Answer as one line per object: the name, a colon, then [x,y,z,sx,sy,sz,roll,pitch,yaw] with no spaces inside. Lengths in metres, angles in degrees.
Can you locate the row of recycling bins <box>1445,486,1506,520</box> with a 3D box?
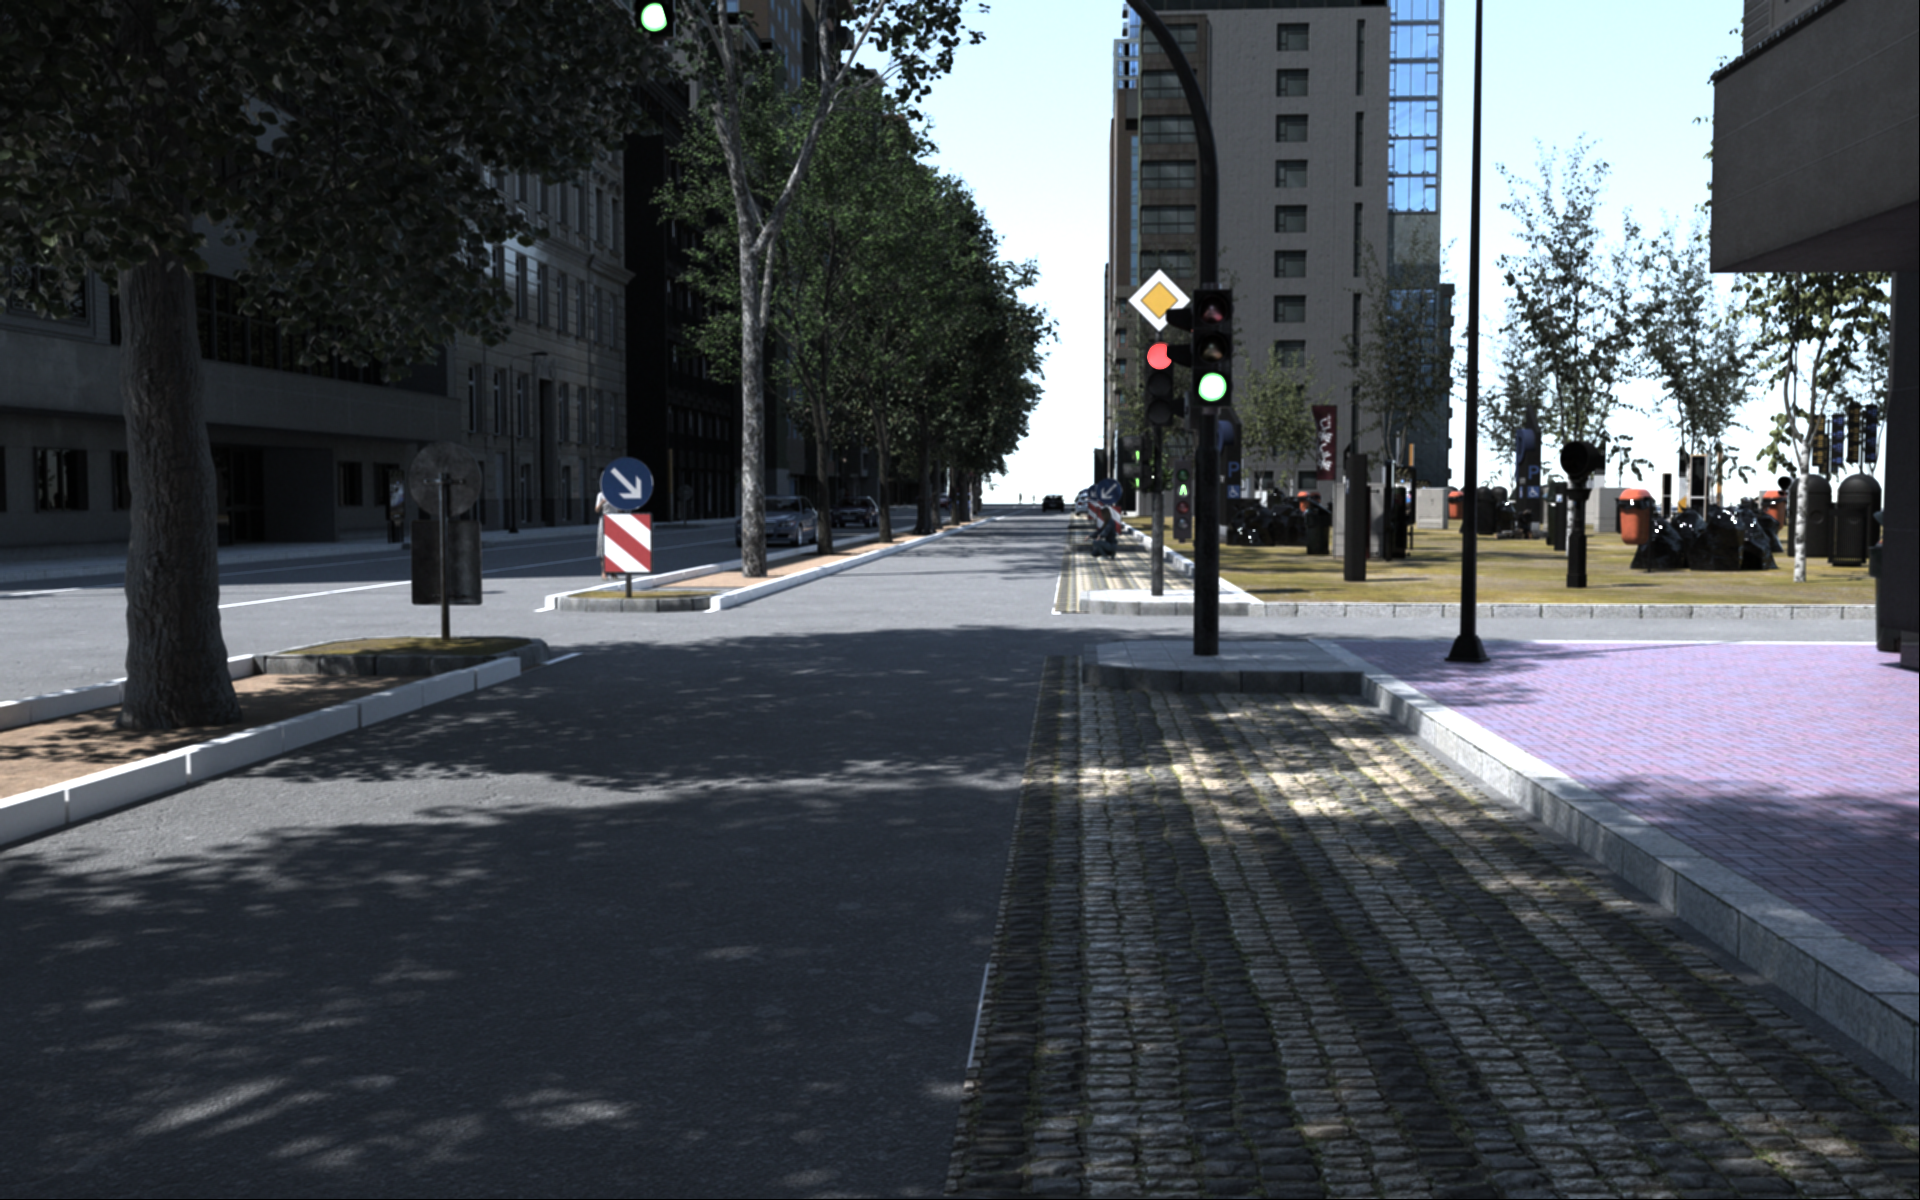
row of recycling bins: [26.148,-4.942,87.907,3.534,1.692,1.069,-1,4,-12]

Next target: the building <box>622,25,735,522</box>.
building: [-18.968,-15.718,86.671,12.332,23.373,15.834,0,4,4]

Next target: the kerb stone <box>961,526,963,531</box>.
kerb stone: [-0.086,-2.671,65.867,0.120,0.150,1.000,0,4,4]

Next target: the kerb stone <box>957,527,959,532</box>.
kerb stone: [-0.221,-2.546,63.821,0.120,0.150,1.000,0,4,4]

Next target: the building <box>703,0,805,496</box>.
building: [-18.725,-28.683,119.086,14.600,45.320,14.200,0,4,4]

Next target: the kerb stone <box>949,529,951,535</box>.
kerb stone: [-0.497,-2.296,59.740,0.120,0.150,1.000,0,4,4]

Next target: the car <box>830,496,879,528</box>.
car: [-4.526,-3.781,74.404,1.945,1.354,3.894,0,4,4]

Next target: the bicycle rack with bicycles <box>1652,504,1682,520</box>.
bicycle rack with bicycles: [25.081,-2.998,62.398,2.852,0.926,2.925,-1,4,-15]

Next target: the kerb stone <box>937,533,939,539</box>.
kerb stone: [-0.832,-1.980,54.625,0.120,0.150,1.000,0,4,4]

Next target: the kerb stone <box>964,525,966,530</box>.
kerb stone: [0.049,-2.796,67.918,0.120,0.150,1.000,0,4,4]

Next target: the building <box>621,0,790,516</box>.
building: [-18.544,-20.408,105.369,14.160,30.474,14.107,0,4,4]

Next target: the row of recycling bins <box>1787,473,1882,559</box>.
row of recycling bins: [18.459,-1.677,34.530,3.534,1.692,1.069,2,4,30]

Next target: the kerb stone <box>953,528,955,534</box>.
kerb stone: [-0.351,-2.421,61.781,0.120,0.150,1.000,0,4,4]

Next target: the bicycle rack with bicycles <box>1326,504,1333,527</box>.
bicycle rack with bicycles: [14.020,-3.084,63.805,2.852,0.926,2.925,-2,4,-29]

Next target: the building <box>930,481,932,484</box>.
building: [-14.659,-34.937,225.843,22.147,44.769,28.867,0,4,4]

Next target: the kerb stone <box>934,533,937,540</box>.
kerb stone: [-0.899,-1.921,53.597,0.120,0.150,1.000,0,4,4]

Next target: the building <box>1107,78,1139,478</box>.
building: [23.660,-32.872,187.560,14.600,45.320,14.200,0,4,4]

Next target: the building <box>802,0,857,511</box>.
building: [-20.248,-29.737,140.828,22.147,44.769,28.867,0,4,4]

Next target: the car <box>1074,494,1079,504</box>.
car: [16.559,-13.840,236.514,2.015,1.641,3.980,0,4,3]

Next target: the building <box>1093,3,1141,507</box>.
building: [29.858,-56.576,237.695,22.319,86.520,31.000,0,4,4]

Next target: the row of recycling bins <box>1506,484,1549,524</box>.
row of recycling bins: [25.106,-4.132,74.675,1.069,1.692,3.534,-1,4,-14]

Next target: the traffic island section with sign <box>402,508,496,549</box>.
traffic island section with sign: [-13.390,-2.267,45.699,1.989,1.847,2.006,0,4,4]

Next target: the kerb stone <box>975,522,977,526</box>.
kerb stone: [0.522,-3.235,75.085,0.120,0.150,1.000,0,4,4]

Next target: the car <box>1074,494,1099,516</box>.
car: [8.425,-6.188,113.172,2.014,1.417,4.499,0,4,3]

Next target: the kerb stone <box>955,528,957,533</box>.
kerb stone: [-0.285,-2.483,62.801,0.120,0.150,1.000,0,4,4]

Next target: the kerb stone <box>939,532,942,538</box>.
kerb stone: [-0.753,-2.046,55.644,0.120,0.150,1.000,0,4,4]

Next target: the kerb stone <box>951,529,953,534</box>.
kerb stone: [-0.428,-2.356,60.762,0.120,0.150,1.000,0,4,4]

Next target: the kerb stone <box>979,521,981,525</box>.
kerb stone: [0.726,-3.422,78.152,0.120,0.150,1.000,0,4,4]

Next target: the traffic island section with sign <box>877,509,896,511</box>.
traffic island section with sign: [-6.529,-8.630,149.727,1.989,1.847,2.006,0,4,4]

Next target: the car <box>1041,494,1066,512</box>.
car: [7.514,-7.930,139.447,2.009,1.686,4.222,0,4,4]

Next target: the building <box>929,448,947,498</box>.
building: [-9.327,-29.106,247.581,14.160,30.474,14.107,0,4,4]

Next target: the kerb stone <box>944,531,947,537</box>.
kerb stone: [-0.622,-2.171,57.692,0.120,0.150,1.000,0,4,4]

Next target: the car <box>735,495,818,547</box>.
car: [-5.040,-2.221,48.323,2.014,1.417,4.499,0,4,5]

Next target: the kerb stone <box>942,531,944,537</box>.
kerb stone: [-0.699,-2.107,56.666,0.120,0.150,1.000,0,4,4]

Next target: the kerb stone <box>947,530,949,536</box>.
kerb stone: [-0.553,-2.222,58.720,0.120,0.150,1.000,0,4,4]

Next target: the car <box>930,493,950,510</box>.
car: [-1.817,-9.062,157.202,2.155,1.783,4.494,0,4,5]

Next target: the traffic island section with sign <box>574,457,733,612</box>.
traffic island section with sign: [-4.046,-0.843,21.927,2.006,1.907,1.989,0,4,4]

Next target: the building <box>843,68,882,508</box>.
building: [-14.947,-29.265,162.069,14.154,41.232,14.086,0,4,4]

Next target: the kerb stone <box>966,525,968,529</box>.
kerb stone: [0.109,-2.859,68.943,0.120,0.150,1.000,0,4,4]

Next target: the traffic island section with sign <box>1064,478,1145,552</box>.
traffic island section with sign: [3.619,-2.136,43.552,1.989,1.847,2.006,0,4,4]

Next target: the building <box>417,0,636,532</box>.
building: [-21.387,-16.424,65.793,12.463,27.353,25.104,0,4,4]

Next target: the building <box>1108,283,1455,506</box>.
building: [27.649,-19.106,157.415,27.650,21.520,28.899,0,4,4]

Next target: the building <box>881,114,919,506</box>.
building: [-16.459,-33.155,196.708,22.147,44.769,28.867,0,4,4]

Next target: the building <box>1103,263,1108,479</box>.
building: [24.956,-27.199,216.410,14.160,30.474,14.107,0,4,4]

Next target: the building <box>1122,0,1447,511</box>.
building: [22.991,-49.699,125.249,22.319,86.520,31.000,0,4,4]

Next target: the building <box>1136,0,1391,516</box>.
building: [17.707,-20.370,104.747,14.160,30.474,14.107,0,4,4]

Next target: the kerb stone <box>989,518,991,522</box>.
kerb stone: [1.332,-3.985,87.355,0.120,0.150,1.000,0,4,4]

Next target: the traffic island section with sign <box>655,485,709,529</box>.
traffic island section with sign: [-11.608,-3.921,72.738,1.989,1.847,2.006,0,4,4]

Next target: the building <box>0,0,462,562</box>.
building: [-22.941,-13.363,37.544,14.314,24.678,30.058,0,4,4]

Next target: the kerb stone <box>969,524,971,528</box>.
kerb stone: [0.249,-2.985,71.003,0.120,0.150,1.000,0,4,4]

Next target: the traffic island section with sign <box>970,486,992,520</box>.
traffic island section with sign: [0.898,-5.429,96.904,2.006,1.907,1.989,0,4,4]

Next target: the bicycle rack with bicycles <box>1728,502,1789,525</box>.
bicycle rack with bicycles: [34.205,-3.588,72.052,2.852,0.926,2.925,-1,4,-15]

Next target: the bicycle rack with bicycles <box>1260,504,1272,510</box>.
bicycle rack with bicycles: [10.807,-3.055,63.324,2.925,0.926,2.852,1,4,22]

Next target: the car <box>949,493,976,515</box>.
car: [0.248,-6.885,122.158,1.945,1.707,3.694,0,4,6]

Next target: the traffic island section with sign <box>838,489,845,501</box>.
traffic island section with sign: [-8.299,-6.985,122.830,1.989,1.847,2.006,0,4,4]

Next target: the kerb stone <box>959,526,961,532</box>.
kerb stone: [-0.156,-2.608,64.844,0.120,0.150,1.000,0,4,4]

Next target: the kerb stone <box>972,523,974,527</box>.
kerb stone: [0.388,-3.107,73.046,0.120,0.150,1.000,0,4,4]

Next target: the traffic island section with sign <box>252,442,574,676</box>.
traffic island section with sign: [-4.544,-0.391,14.537,2.006,1.907,1.989,0,4,4]
